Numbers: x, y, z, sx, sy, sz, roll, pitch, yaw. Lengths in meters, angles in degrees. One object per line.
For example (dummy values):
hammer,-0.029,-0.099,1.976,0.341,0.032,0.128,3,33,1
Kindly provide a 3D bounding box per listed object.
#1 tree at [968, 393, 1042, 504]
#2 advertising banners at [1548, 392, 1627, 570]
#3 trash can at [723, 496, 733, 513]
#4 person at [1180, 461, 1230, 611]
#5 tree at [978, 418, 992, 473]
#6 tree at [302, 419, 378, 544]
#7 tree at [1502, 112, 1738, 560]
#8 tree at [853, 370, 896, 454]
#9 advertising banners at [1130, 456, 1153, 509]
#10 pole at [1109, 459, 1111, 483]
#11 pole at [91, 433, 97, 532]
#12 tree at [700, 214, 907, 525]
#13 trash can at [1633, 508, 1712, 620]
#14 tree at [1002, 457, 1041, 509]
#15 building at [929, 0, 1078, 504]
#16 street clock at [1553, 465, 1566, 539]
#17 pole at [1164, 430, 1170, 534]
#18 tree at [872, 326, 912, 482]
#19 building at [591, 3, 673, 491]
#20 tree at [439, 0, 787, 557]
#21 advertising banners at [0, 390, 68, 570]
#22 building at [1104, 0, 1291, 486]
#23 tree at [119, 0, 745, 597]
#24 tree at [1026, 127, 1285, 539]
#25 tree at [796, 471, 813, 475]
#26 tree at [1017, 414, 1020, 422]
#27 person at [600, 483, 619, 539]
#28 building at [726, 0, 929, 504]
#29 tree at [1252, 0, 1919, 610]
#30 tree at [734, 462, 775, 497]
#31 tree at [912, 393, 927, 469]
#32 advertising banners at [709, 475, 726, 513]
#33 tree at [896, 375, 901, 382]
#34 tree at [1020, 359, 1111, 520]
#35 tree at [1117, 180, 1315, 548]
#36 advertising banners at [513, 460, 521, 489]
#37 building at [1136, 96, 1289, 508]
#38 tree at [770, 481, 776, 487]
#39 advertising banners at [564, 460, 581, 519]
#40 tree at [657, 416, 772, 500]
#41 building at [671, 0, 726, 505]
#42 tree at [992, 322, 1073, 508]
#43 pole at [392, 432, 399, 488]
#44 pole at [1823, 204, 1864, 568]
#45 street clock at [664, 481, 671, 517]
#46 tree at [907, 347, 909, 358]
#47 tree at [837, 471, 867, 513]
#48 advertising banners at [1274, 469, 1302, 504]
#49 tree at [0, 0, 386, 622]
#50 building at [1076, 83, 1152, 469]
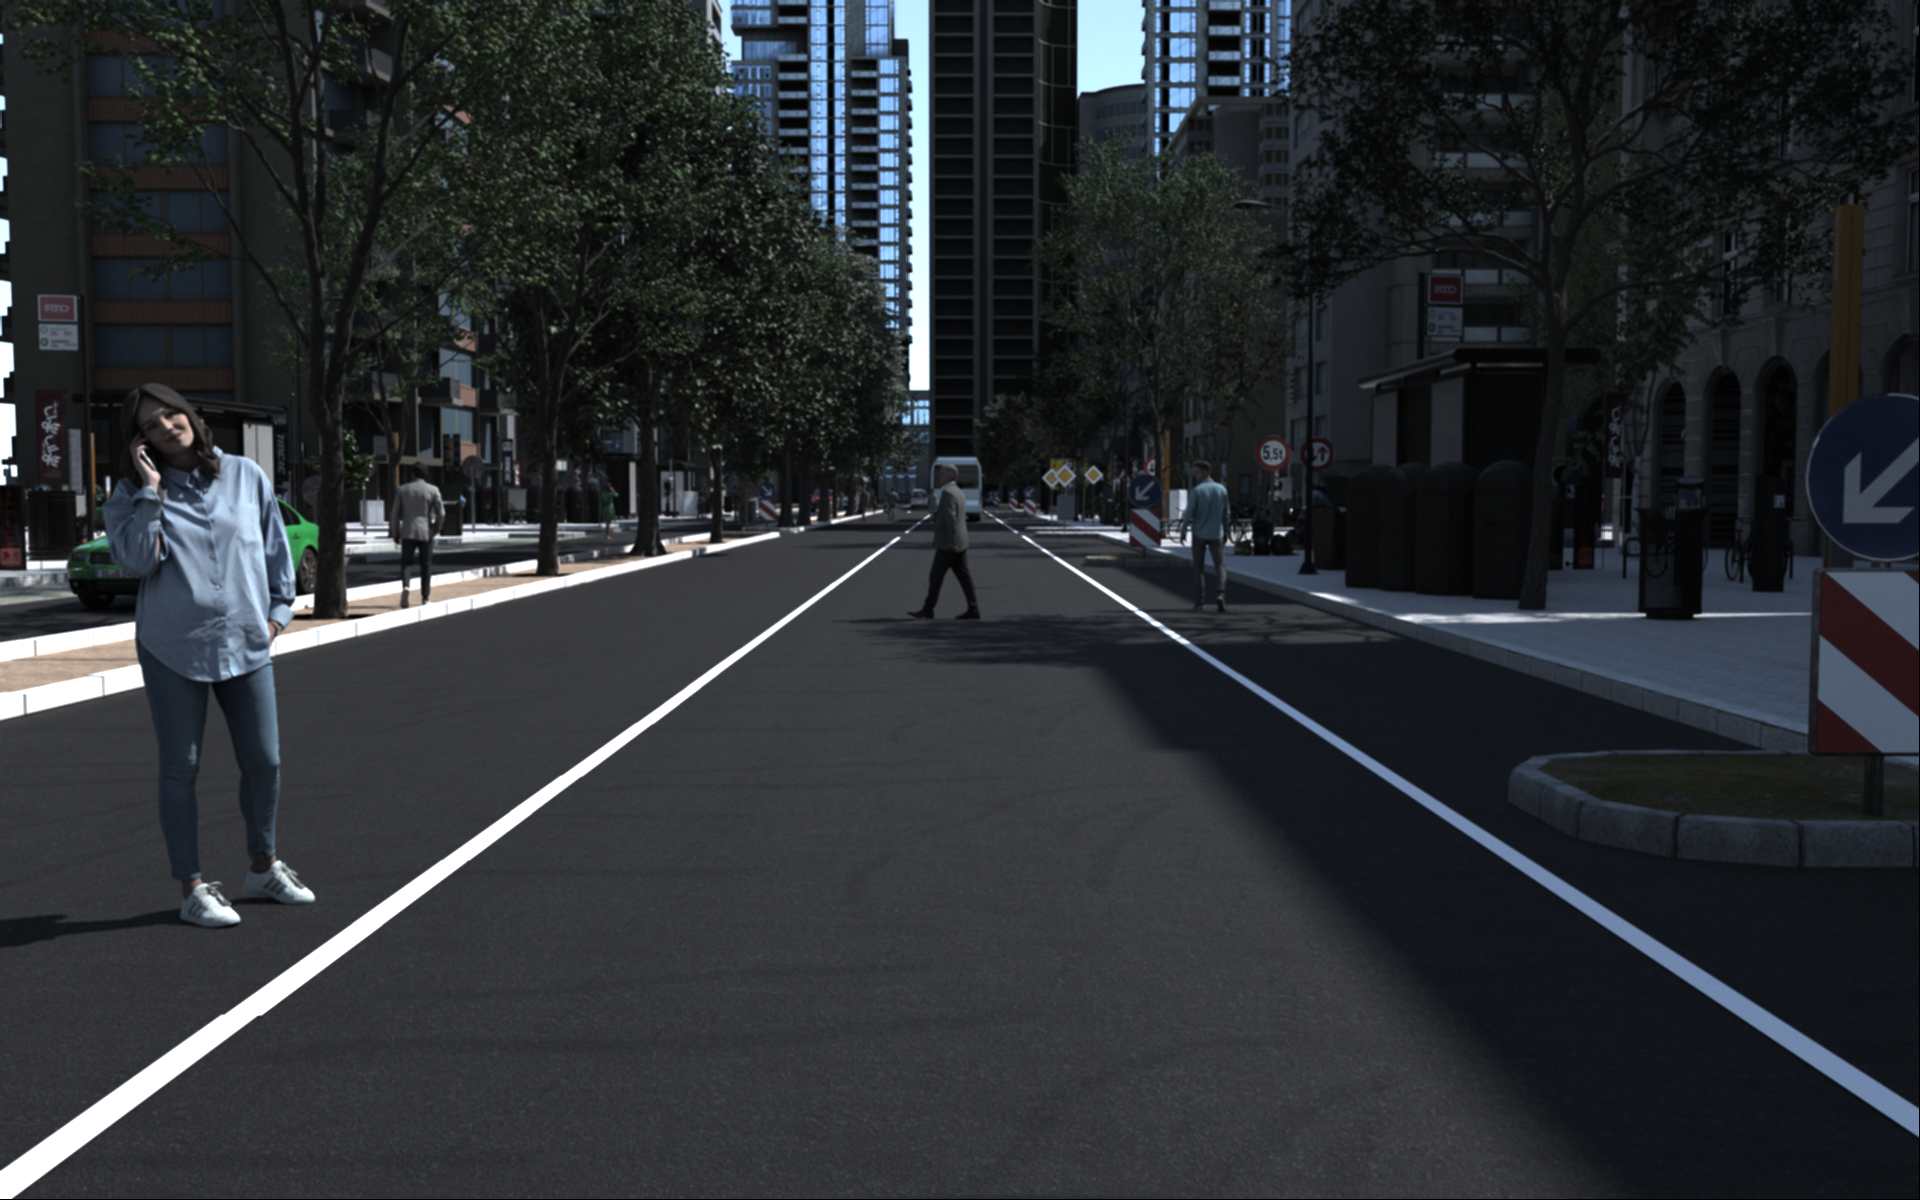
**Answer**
tree,6.105,-18.739,213.044,9.857,13.997,8.962,0,3,0
advertising banners,10.620,-2.035,29.466,2.074,3.025,0.090,-2,4,-29
trash can,-16.037,-6.618,119.864,0.748,1.137,0.748,0,3,0
person,3.035,-0.794,21.348,0.638,1.841,0.748,0,4,-1
tree,6.461,-12.051,131.446,8.767,10.594,7.601,1,4,20
tree,-15.820,-3.070,44.793,1.663,3.219,1.824,0,3,0
tree,12.995,-5.086,33.521,4.737,8.622,4.395,0,3,0
tree,-6.924,-7.422,49.560,9.928,11.665,9.643,0,3,0
advertising banners,8.639,-5.079,79.229,2.074,3.025,0.090,-2,4,-26
pole,8.625,-6.453,99.346,0.158,3.312,0.155,0,3,0
pole,-29.001,-3.917,57.887,0.158,3.312,0.155,0,3,0
tree,-7.201,-10.410,79.322,9.857,13.997,8.962,0,3,0
trash can,7.312,-0.377,17.814,0.748,1.137,0.748,0,3,0
tree,5.621,-10.275,151.715,4.285,4.588,4.351,0,3,0
building,6.066,-49.248,243.454,20.611,71.187,20.563,0,3,0
street clock,15.148,-2.381,43.503,0.471,2.002,0.358,2,4,30
pole,6.616,-3.765,55.395,0.158,3.312,0.155,0,3,0
tree,-6.992,-9.172,69.425,9.611,12.733,9.660,0,3,0
building,-37.649,-51.469,154.195,22.319,86.520,31.000,0,3,0
tree,-7.178,-7.352,39.676,9.611,12.733,9.660,0,3,0
advertising banners,-16.059,-2.017,29.173,2.074,3.025,0.090,0,4,-4
building,28.295,-53.550,188.220,22.319,86.520,31.000,0,3,0
tree,-7.057,-6.203,29.635,9.928,11.665,9.643,0,3,0
tree,5.631,-7.570,49.527,9.928,11.665,9.643,0,3,0
tree,-16.213,-15.184,182.664,8.767,10.594,7.601,1,4,9
tree,5.773,-9.278,102.052,4.360,8.622,3.978,0,3,0
person,-11.157,-2.820,54.851,0.600,1.795,0.529,0,4,6
building,-19.740,-56.967,244.074,31.000,86.520,22.319,0,3,0
tree,6.661,-5.161,18.791,7.601,10.594,8.767,2,4,31
tree,-16.723,-9.632,141.199,4.285,4.588,4.351,0,3,0
tree,-6.914,-11.623,109.498,9.611,12.733,9.660,0,3,0
advertising banners,-16.832,-7.429,117.656,2.074,3.025,0.090,0,4,1
tree,-7.168,-10.487,99.680,9.928,11.665,9.643,0,3,0
tree,5.905,-8.218,84.724,4.360,8.622,3.978,0,3,0
tree,6.362,-5.577,41.548,4.360,8.622,3.978,0,3,0
advertising banners,-22.613,-5.773,90.577,0.090,3.025,2.074,2,4,30
building,32.767,-28.765,162.192,32.217,40.220,23.993,0,3,0
tree,-16.996,-9.526,150.349,1.663,3.219,1.824,0,3,0
advertising banners,-20.011,-5.575,87.335,2.074,3.025,0.090,0,4,-8
tree,-16.035,-10.821,111.333,7.601,10.594,8.767,1,4,9
building,-41.077,-39.884,194.107,28.212,58.520,21.231,0,3,0
tree,6.174,-8.550,74.209,8.767,10.594,7.601,0,4,-4
pole,-18.681,-3.885,57.357,0.158,3.312,0.155,0,3,0
pole,6.285,-1.132,12.345,0.158,3.312,0.155,0,3,0
street clock,-16.495,-5.698,97.729,0.358,2.002,0.471,-2,4,-29
tree,-7.063,-11.018,89.260,9.857,13.997,8.962,0,3,0
tree,-7.338,-10.398,122.826,4.360,8.622,3.978,0,3,0
advertising banners,19.110,-6.376,100.439,2.074,3.025,0.090,1,4,9
tree,-7.115,-5.577,19.401,9.928,11.665,9.643,0,3,0
building,30.476,-42.999,245.030,28.212,58.520,21.231,0,3,0
